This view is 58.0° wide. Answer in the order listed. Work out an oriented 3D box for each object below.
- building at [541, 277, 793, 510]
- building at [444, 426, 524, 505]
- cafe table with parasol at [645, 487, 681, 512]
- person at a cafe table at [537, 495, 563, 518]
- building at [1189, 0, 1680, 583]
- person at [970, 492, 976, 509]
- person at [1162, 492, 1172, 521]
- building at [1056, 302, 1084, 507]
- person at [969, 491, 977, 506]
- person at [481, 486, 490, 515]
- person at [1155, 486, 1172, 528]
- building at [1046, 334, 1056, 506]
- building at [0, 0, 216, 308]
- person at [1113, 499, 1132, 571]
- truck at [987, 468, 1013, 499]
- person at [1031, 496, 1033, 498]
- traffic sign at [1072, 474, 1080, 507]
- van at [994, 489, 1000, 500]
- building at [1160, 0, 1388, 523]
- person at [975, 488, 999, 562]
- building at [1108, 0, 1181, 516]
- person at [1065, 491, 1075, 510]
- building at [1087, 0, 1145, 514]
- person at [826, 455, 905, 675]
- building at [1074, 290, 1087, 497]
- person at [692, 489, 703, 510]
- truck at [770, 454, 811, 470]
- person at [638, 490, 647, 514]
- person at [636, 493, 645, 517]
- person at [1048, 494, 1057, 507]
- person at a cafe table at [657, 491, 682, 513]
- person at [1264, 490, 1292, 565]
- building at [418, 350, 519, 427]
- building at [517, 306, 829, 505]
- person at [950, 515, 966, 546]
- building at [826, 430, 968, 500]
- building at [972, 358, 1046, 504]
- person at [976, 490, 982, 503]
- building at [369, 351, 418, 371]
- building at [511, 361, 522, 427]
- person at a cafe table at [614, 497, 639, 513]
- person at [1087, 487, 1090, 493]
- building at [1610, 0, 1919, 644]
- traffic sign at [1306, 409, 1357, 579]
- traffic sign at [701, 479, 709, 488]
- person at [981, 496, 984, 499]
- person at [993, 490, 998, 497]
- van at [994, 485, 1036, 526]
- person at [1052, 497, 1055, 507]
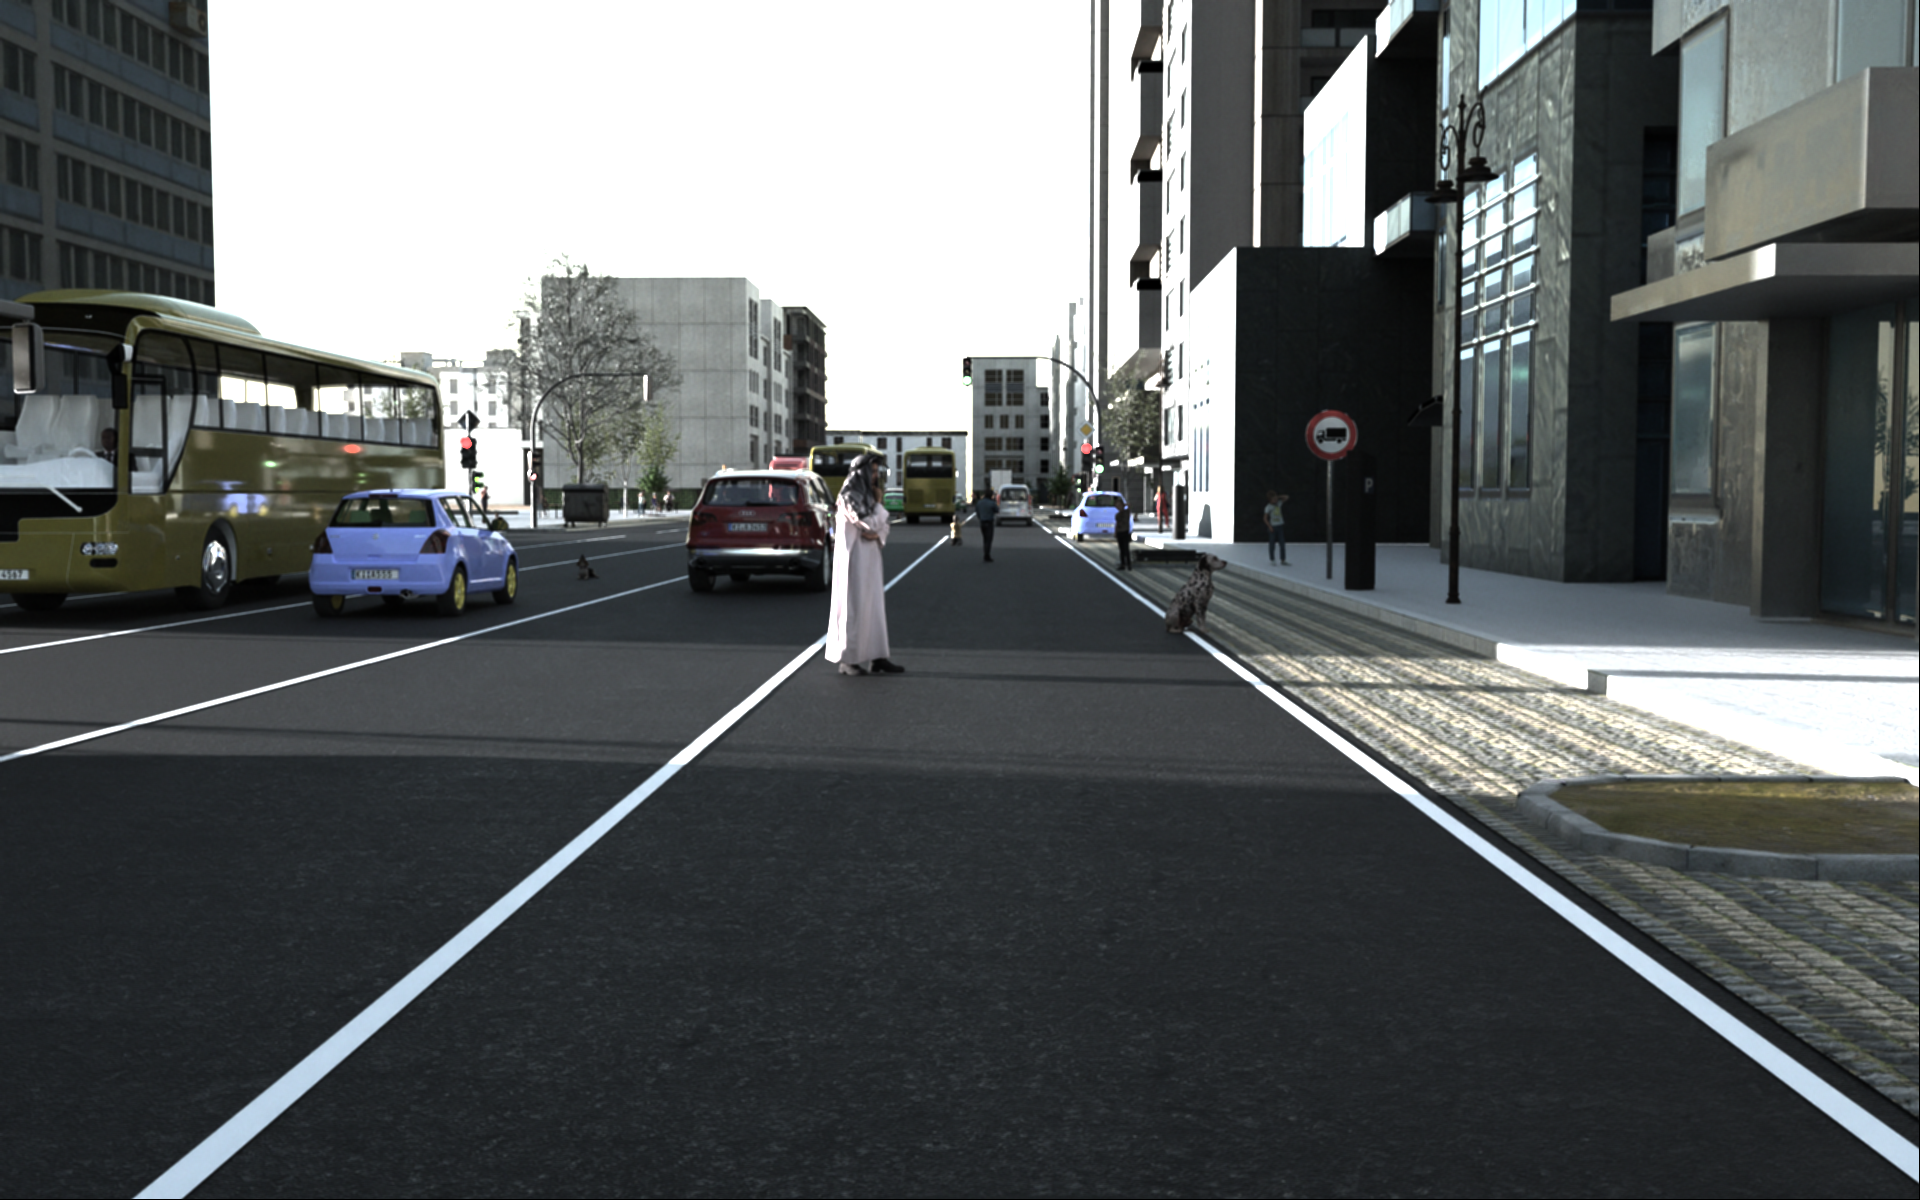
[{"bbox_3d":[-25.375,-17.764,156.897,16.747,18.905,31.486,0,4,1],"label":"building"},{"bbox_3d":[-63.378,-16.583,213.277,28.070,9.664,9.099,0,4,1],"label":"building"},{"bbox_3d":[-21.685,-7.443,126.561,2.610,1.966,2.610,-1,4,-15],"label":"cafe table with parasol"},{"bbox_3d":[-21.820,-4.947,91.749,1.698,1.238,1.726,1,4,23],"label":"person at a cafe table"},{"bbox_3d":[18.222,-44.341,37.649,22.319,86.520,31.000,0,4,1],"label":"building"},{"bbox_3d":[1.257,-9.795,170.117,0.593,1.643,0.415,-2,4,-30],"label":"person"},{"bbox_3d":[9.760,-4.410,81.340,0.799,1.438,0.628,0,4,4],"label":"person"},{"bbox_3d":[18.476,-18.429,167.779,16.747,18.905,31.486,0,4,1],"label":"building"},{"bbox_3d":[1.655,-11.879,202.856,1.348,1.807,0.705,-1,4,-8],"label":"person"},{"bbox_3d":[-20.846,-4.195,76.108,0.415,1.643,0.593,-2,4,-28],"label":"person"},{"bbox_3d":[7.682,-3.532,65.501,0.444,1.614,0.593,-3,5,-40],"label":"person"},{"bbox_3d":[19.073,-20.380,199.665,16.747,18.905,31.486,0,4,1],"label":"building"},{"bbox_3d":[-31.873,-21.290,39.979,23.993,40.220,32.217,0,4,1],"label":"building"},{"bbox_3d":[3.061,-1.224,32.420,0.435,1.345,0.340,2,4,28],"label":"person"},{"bbox_3d":[4.491,-12.441,192.317,2.839,4.237,11.283,0,4,0],"label":"truck"},{"bbox_3d":[6.682,-9.835,170.021,1.217,1.743,0.721,2,4,30],"label":"person"},{"bbox_3d":[7.412,-6.669,109.137,0.768,2.556,0.104,1,4,10],"label":"traffic sign"},{"bbox_3d":[3.712,-8.043,138.510,2.013,2.044,4.112,0,4,3],"label":"van"},{"bbox_3d":[15.918,-23.697,71.046,14.086,41.232,14.154,0,4,1],"label":"building"},{"bbox_3d":[0.574,-1.585,36.620,0.429,1.552,0.499,-2,4,-26],"label":"person"},{"bbox_3d":[22.632,-31.055,96.986,28.713,52.752,27.495,0,4,1],"label":"building"},{"bbox_3d":[9.056,-8.338,142.918,0.990,1.755,0.434,2,4,26],"label":"person"},{"bbox_3d":[19.731,-35.651,124.898,21.231,58.520,28.212,0,4,1],"label":"building"},{"bbox_3d":[-0.757,-0.279,13.733,0.621,1.740,0.551,0,4,1],"label":"person"},{"bbox_3d":[17.752,-17.722,146.180,16.016,20.091,11.380,0,4,1],"label":"building"},{"bbox_3d":[-5.952,-1.795,40.061,0.429,1.552,0.499,-2,4,-27],"label":"person"},{"bbox_3d":[-11.702,-8.226,123.401,2.839,4.237,11.283,0,4,2],"label":"truck"},{"bbox_3d":[-20.959,-6.483,114.247,0.590,1.554,0.614,-1,4,-11],"label":"person"},{"bbox_3d":[-18.123,-5.405,98.320,0.340,1.345,0.435,2,4,23],"label":"person"},{"bbox_3d":[9.319,-10.087,170.600,1.348,1.869,0.705,1,4,19],"label":"person"},{"bbox_3d":[-19.633,-6.623,116.794,1.698,1.524,1.622,-1,4,-9],"label":"person at a cafe table"},{"bbox_3d":[5.723,-1.298,31.168,0.435,1.345,0.340,-2,4,-31],"label":"person"},{"bbox_3d":[-64.457,-23.110,234.268,11.380,20.091,16.016,0,4,1],"label":"building"},{"bbox_3d":[-32.636,-21.928,202.491,32.646,21.610,27.936,0,4,1],"label":"building"},{"bbox_3d":[-0.068,-1.956,48.412,0.347,0.859,0.695,1,4,12],"label":"person"},{"bbox_3d":[-13.000,-17.620,230.226,28.070,9.664,9.099,0,4,1],"label":"building"},{"bbox_3d":[17.461,-22.422,233.049,31.486,18.905,16.747,0,4,1],"label":"building"},{"bbox_3d":[2.012,-10.852,185.941,0.705,1.822,1.348,-2,4,-27],"label":"person"},{"bbox_3d":[-76.146,-23.196,235.669,11.380,20.091,16.016,0,4,1],"label":"building"},{"bbox_3d":[-42.701,-22.507,234.451,31.486,18.905,16.747,0,4,1],"label":"building"},{"bbox_3d":[-22.605,-6.525,117.546,1.698,1.238,1.726,0,4,7],"label":"person at a cafe table"},{"bbox_3d":[7.492,-5.684,99.893,0.541,1.710,0.530,1,4,20],"label":"person"},{"bbox_3d":[18.293,-23.739,7.737,23.786,49.044,30.456,0,4,1],"label":"building"},{"bbox_3d":[5.591,-1.593,26.146,0.768,2.556,0.104,0,4,4],"label":"traffic sign"},{"bbox_3d":[-16.686,-6.826,113.732,0.606,2.300,0.079,0,4,6],"label":"traffic sign"},{"bbox_3d":[2.668,-9.938,171.703,1.217,1.736,0.721,1,4,10],"label":"person"},{"bbox_3d":[3.760,-10.227,175.724,1.348,1.822,0.705,-3,4,-38],"label":"person"},{"bbox_3d":[2.465,-4.391,78.804,2.013,2.044,4.112,0,4,2],"label":"van"},{"bbox_3d":[9.577,-10.411,176.205,1.348,1.831,0.705,0,4,5],"label":"person"}]
